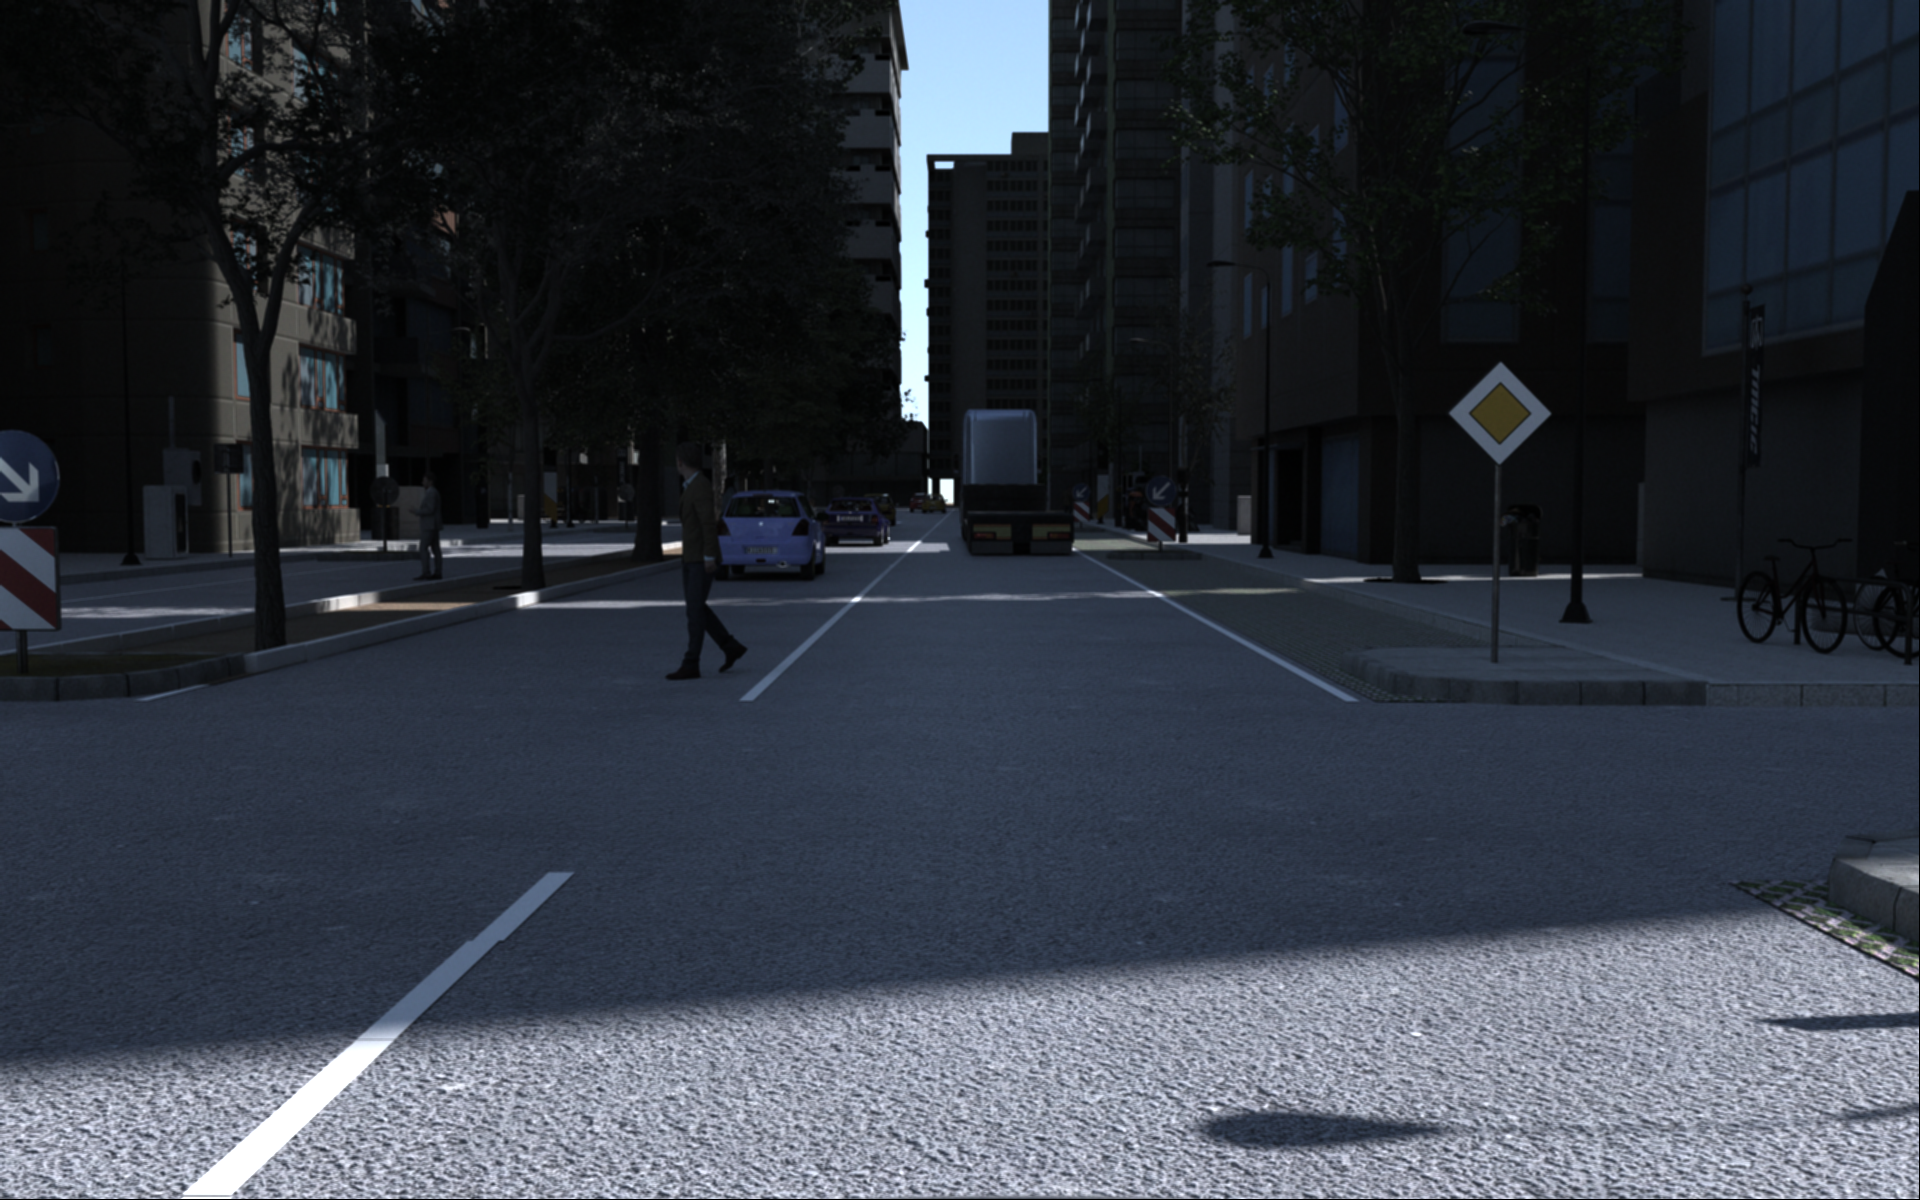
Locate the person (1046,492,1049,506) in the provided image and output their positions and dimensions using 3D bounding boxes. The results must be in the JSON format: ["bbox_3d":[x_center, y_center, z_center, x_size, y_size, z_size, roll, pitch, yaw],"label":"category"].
[{"bbox_3d":[4.168,-4.709,85.333,0.795,1.843,0.661,3,4,36],"label":"person"}]

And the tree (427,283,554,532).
[{"bbox_3d":[-15.426,-6.607,58.390,4.737,8.622,4.395,0,3,0],"label":"tree"}]

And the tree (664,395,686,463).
[{"bbox_3d":[-15.733,-8.371,87.226,4.360,8.622,3.978,0,3,0],"label":"tree"}]

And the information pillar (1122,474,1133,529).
[{"bbox_3d":[6.196,-3.643,64.055,0.304,2.012,0.304,-2,4,-35],"label":"information pillar"}]

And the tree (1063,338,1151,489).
[{"bbox_3d":[6.966,-8.104,82.858,4.737,8.622,4.395,0,3,0],"label":"tree"}]

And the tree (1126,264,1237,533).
[{"bbox_3d":[7.577,-6.468,56.110,4.360,8.622,3.978,0,3,0],"label":"tree"}]

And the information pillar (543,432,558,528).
[{"bbox_3d":[-15.428,-4.522,65.289,0.504,3.616,0.183,-1,4,-14],"label":"information pillar"}]

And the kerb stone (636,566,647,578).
[{"bbox_3d":[-5.552,-0.457,29.670,0.120,0.150,1.000,0,4,0],"label":"kerb stone"}]

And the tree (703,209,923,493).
[{"bbox_3d":[-6.321,-8.992,66.485,9.611,12.733,9.660,0,3,0],"label":"tree"}]

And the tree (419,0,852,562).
[{"bbox_3d":[-6.630,-7.784,36.374,9.857,13.997,8.962,0,3,0],"label":"tree"}]

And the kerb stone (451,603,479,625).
[{"bbox_3d":[-5.624,0.171,19.407,0.120,0.150,1.000,0,4,0],"label":"kerb stone"}]

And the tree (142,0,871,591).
[{"bbox_3d":[-6.357,-6.884,25.374,12.009,13.543,11.850,0,3,0],"label":"tree"}]

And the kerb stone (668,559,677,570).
[{"bbox_3d":[-5.540,-0.642,32.743,0.120,0.150,1.000,0,4,0],"label":"kerb stone"}]

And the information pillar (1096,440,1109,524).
[{"bbox_3d":[6.133,-5.084,74.484,0.504,3.616,0.183,0,3,0],"label":"information pillar"}]

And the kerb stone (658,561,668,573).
[{"bbox_3d":[-5.544,-0.582,31.717,0.120,0.150,1.000,0,4,0],"label":"kerb stone"}]

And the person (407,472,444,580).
[{"bbox_3d":[-8.935,-1.239,28.961,0.583,1.804,0.606,-1,4,-12],"label":"person"}]

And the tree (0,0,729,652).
[{"bbox_3d":[-6.159,-4.814,15.575,8.767,10.594,7.601,0,4,0],"label":"tree"}]

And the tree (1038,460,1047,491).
[{"bbox_3d":[7.883,-11.144,165.923,4.285,4.588,4.351,0,3,0],"label":"tree"}]

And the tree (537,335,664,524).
[{"bbox_3d":[-16.012,-7.636,75.211,4.360,8.622,3.978,0,3,0],"label":"tree"}]

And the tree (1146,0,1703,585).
[{"bbox_3d":[6.306,-6.059,24.823,9.928,11.665,9.643,0,3,0],"label":"tree"}]

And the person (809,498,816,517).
[{"bbox_3d":[-4.574,-2.422,52.372,0.425,1.301,0.394,-2,4,-33],"label":"person"}]

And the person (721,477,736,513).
[{"bbox_3d":[-4.935,-1.743,37.265,0.793,1.790,0.793,-3,5,-41],"label":"person"}]

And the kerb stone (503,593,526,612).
[{"bbox_3d":[-5.605,0.045,21.465,0.120,0.150,1.000,0,4,0],"label":"kerb stone"}]

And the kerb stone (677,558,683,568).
[{"bbox_3d":[-5.532,-0.708,33.765,0.120,0.150,1.000,0,4,0],"label":"kerb stone"}]

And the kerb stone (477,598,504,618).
[{"bbox_3d":[-5.608,0.108,20.431,0.120,0.150,1.000,0,4,0],"label":"kerb stone"}]

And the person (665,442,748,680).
[{"bbox_3d":[-2.040,-0.320,13.640,0.656,1.842,0.836,3,5,43],"label":"person"}]

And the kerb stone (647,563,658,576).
[{"bbox_3d":[-5.550,-0.520,30.695,0.120,0.150,1.000,0,4,0],"label":"kerb stone"}]

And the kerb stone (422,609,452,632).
[{"bbox_3d":[-5.626,0.233,18.382,0.120,0.150,1.000,0,4,0],"label":"kerb stone"}]

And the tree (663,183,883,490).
[{"bbox_3d":[-6.488,-8.396,57.858,7.486,12.596,7.792,0,3,0],"label":"tree"}]

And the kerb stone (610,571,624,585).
[{"bbox_3d":[-5.566,-0.324,27.621,0.120,0.150,1.000,0,4,0],"label":"kerb stone"}]

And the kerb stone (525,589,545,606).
[{"bbox_3d":[-5.604,-0.019,22.498,0.120,0.150,1.000,0,4,0],"label":"kerb stone"}]

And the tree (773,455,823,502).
[{"bbox_3d":[-6.567,-7.472,74.993,4.360,8.622,3.978,0,3,0],"label":"tree"}]

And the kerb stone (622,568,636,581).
[{"bbox_3d":[-5.566,-0.392,28.646,0.120,0.150,1.000,0,4,0],"label":"kerb stone"}]

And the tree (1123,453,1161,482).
[{"bbox_3d":[7.854,-4.893,74.596,1.663,3.219,1.824,0,3,0],"label":"tree"}]

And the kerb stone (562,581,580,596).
[{"bbox_3d":[-5.594,-0.144,24.546,0.120,0.150,1.000,0,4,0],"label":"kerb stone"}]

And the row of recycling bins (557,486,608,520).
[{"bbox_3d":[-18.820,-4.829,86.060,3.534,1.692,1.069,3,4,37],"label":"row of recycling bins"}]

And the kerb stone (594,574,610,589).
[{"bbox_3d":[-5.582,-0.265,26.595,0.120,0.150,1.000,0,4,0],"label":"kerb stone"}]

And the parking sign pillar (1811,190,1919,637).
[{"bbox_3d":[8.756,-1.688,16.068,1.447,3.967,1.447,1,4,14],"label":"parking sign pillar"}]

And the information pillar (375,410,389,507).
[{"bbox_3d":[-16.118,-3.484,48.311,0.504,3.616,0.183,3,5,39],"label":"information pillar"}]

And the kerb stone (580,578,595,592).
[{"bbox_3d":[-5.591,-0.201,25.569,0.120,0.150,1.000,0,4,0],"label":"kerb stone"}]

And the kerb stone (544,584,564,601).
[{"bbox_3d":[-5.593,-0.081,23.523,0.120,0.150,1.000,0,4,0],"label":"kerb stone"}]

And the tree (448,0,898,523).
[{"bbox_3d":[-7.762,-11.569,47.505,12.611,20.169,13.585,0,3,0],"label":"tree"}]

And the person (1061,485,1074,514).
[{"bbox_3d":[5.107,-4.471,81.514,0.656,1.842,0.836,0,4,-3],"label":"person"}]

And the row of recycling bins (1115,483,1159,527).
[{"bbox_3d":[6.798,-3.619,66.288,1.069,1.692,3.534,-1,4,-11],"label":"row of recycling bins"}]
